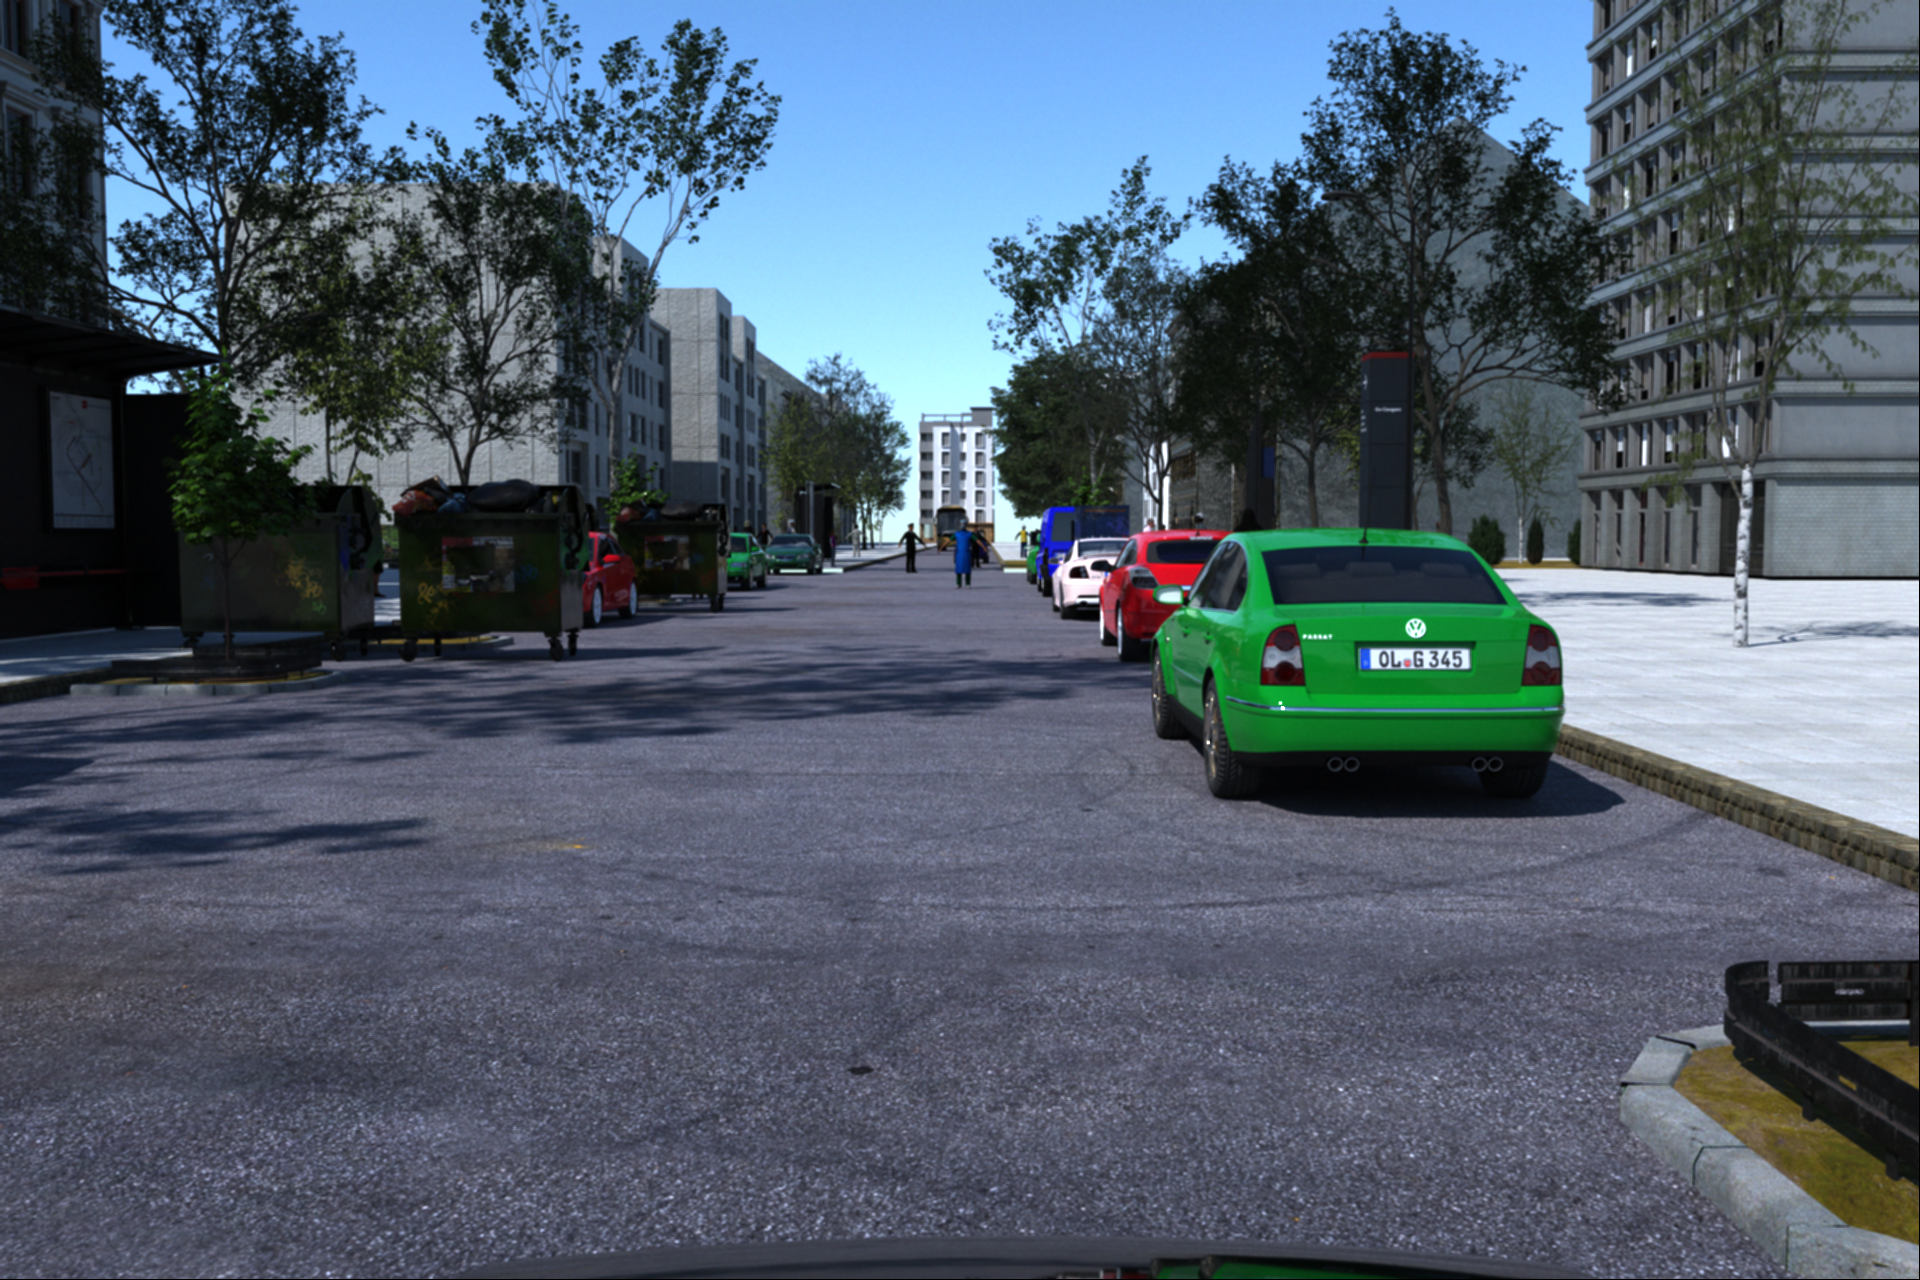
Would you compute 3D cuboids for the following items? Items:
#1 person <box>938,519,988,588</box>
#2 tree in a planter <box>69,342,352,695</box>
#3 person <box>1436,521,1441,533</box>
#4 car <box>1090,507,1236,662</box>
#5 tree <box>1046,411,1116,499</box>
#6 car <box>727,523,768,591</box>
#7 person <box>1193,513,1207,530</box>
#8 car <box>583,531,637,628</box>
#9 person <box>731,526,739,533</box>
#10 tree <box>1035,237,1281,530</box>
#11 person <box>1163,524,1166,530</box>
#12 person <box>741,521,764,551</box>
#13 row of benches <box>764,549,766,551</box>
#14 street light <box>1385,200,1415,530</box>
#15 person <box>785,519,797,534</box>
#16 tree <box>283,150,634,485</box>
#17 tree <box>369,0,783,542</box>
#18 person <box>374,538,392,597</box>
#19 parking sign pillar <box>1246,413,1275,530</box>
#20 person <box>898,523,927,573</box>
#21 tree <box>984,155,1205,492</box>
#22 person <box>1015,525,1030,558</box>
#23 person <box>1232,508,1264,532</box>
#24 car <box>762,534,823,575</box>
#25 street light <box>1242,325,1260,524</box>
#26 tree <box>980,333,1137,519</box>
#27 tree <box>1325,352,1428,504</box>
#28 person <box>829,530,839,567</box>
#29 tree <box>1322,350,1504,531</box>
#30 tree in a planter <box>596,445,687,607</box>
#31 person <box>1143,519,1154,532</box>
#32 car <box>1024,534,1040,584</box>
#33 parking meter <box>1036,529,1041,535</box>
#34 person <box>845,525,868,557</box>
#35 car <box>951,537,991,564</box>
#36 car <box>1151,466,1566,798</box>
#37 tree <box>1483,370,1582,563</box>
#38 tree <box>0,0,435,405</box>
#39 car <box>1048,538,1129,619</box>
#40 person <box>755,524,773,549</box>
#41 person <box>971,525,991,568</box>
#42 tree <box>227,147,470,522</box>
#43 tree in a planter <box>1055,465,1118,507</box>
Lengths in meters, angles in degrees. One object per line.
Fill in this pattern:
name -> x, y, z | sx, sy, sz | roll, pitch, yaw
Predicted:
person -> 0.085, -2.272, 45.730 | 1.347, 1.817, 0.704 | 1, 4, 10
tree in a planter -> -6.919, -1.166, 16.281 | 1.991, 3.239, 1.994 | 0, 4, 2
person -> 19.300, -3.898, 69.862 | 0.705, 1.813, 1.348 | -1, 4, -9
car -> 2.686, -0.727, 20.928 | 2.155, 1.783, 4.494 | 0, 4, 0
tree -> 6.721, -9.262, 101.797 | 4.360, 8.622, 3.978 | 0, 3, 0
car -> -6.092, -2.213, 44.971 | 1.959, 1.807, 4.718 | 0, 4, 1
person -> 6.344, -2.459, 46.036 | 0.704, 1.849, 1.345 | 2, 4, 30
car -> -6.416, -1.150, 27.836 | 2.155, 1.783, 4.494 | 0, 4, 1
person -> -13.273, -5.845, 102.279 | 1.216, 1.740, 0.721 | -1, 4, -15
tree -> 8.353, -9.932, 72.750 | 12.009, 13.543, 11.850 | 0, 3, 0
person -> 11.598, -5.651, 98.360 | 1.349, 1.833, 0.705 | -2, 4, -32
person -> -6.689, -2.850, 54.833 | 0.705, 1.856, 1.354 | -3, 5, -42
row of benches -> -7.950, -3.523, 73.062 | 1.422, 0.672, 4.104 | 1, 4, 13
street light -> 6.666, -3.121, 23.567 | 1.470, 5.913, 1.316 | 0, 4, 1
person -> -6.471, -3.742, 67.046 | 0.705, 1.847, 1.347 | -3, 4, -37
tree -> -12.486, -6.635, 42.898 | 8.767, 10.594, 7.601 | -1, 4, -16
tree -> -13.395, -12.461, 59.626 | 12.611, 20.169, 13.585 | 0, 3, 0
person -> -11.826, -1.738, 35.254 | 0.721, 1.735, 1.217 | -3, 4, -37
parking sign pillar -> 6.777, -3.105, 39.245 | 1.447, 3.967, 1.447 | 0, 4, 1
person -> -1.797, -3.410, 64.140 | 1.347, 1.837, 0.705 | -3, 5, -41
tree -> 7.124, -14.229, 88.526 | 12.611, 20.169, 13.585 | 0, 3, 0
person -> 3.484, -5.313, 93.335 | 1.216, 1.772, 0.721 | 2, 4, 31
person -> 5.042, -1.447, 30.437 | 1.214, 1.737, 0.721 | 0, 4, -6
car -> -5.974, -3.075, 62.068 | 2.131, 1.459, 4.920 | 0, 4, 1
street light -> 6.993, -3.976, 37.554 | 1.470, 5.913, 1.316 | 0, 4, 1
tree -> 6.447, -12.420, 109.728 | 9.857, 13.997, 8.962 | 0, 3, 0
tree -> 16.740, -7.358, 70.662 | 4.737, 8.622, 4.395 | 0, 3, 0
person -> -4.862, -3.544, 67.205 | 0.599, 1.433, 0.991 | 1, 4, 9
tree -> 22.034, -9.117, 83.475 | 8.767, 10.594, 7.601 | 0, 4, -7
tree in a planter -> -6.610, -2.310, 34.987 | 1.991, 3.239, 1.994 | 0, 4, 1
person -> 5.256, -2.497, 47.800 | 0.436, 1.711, 0.756 | 0, 4, -1
car -> 2.879, -2.564, 50.724 | 1.959, 1.807, 4.718 | 0, 4, 0
parking meter -> 3.846, -4.618, 83.909 | 0.372, 1.533, 0.369 | 0, 3, 0
person -> -5.839, -5.603, 97.787 | 1.347, 1.806, 0.705 | -1, 4, -8
car -> 0.550, -4.458, 85.475 | 1.945, 1.354, 3.894 | 0, 3, 0
car -> 2.247, -0.121, 10.770 | 1.959, 1.807, 4.718 | 0, 3, 0
tree -> 24.558, -7.673, 75.823 | 4.360, 8.622, 3.978 | 0, 3, 0
tree -> -12.158, -5.670, 27.113 | 8.767, 10.594, 7.601 | 0, 4, 3
car -> 2.619, -1.107, 30.469 | 2.083, 1.381, 4.827 | 0, 4, 0
person -> -9.939, -4.998, 87.904 | 1.347, 1.806, 0.705 | 2, 4, 35
person -> 0.676, -4.012, 73.988 | 1.347, 1.837, 0.705 | -2, 4, -27
tree -> -12.069, -5.112, 33.941 | 4.737, 8.622, 4.395 | 0, 3, 0
tree in a planter -> 3.265, -2.916, 44.894 | 1.991, 3.239, 1.994 | 0, 4, 1
